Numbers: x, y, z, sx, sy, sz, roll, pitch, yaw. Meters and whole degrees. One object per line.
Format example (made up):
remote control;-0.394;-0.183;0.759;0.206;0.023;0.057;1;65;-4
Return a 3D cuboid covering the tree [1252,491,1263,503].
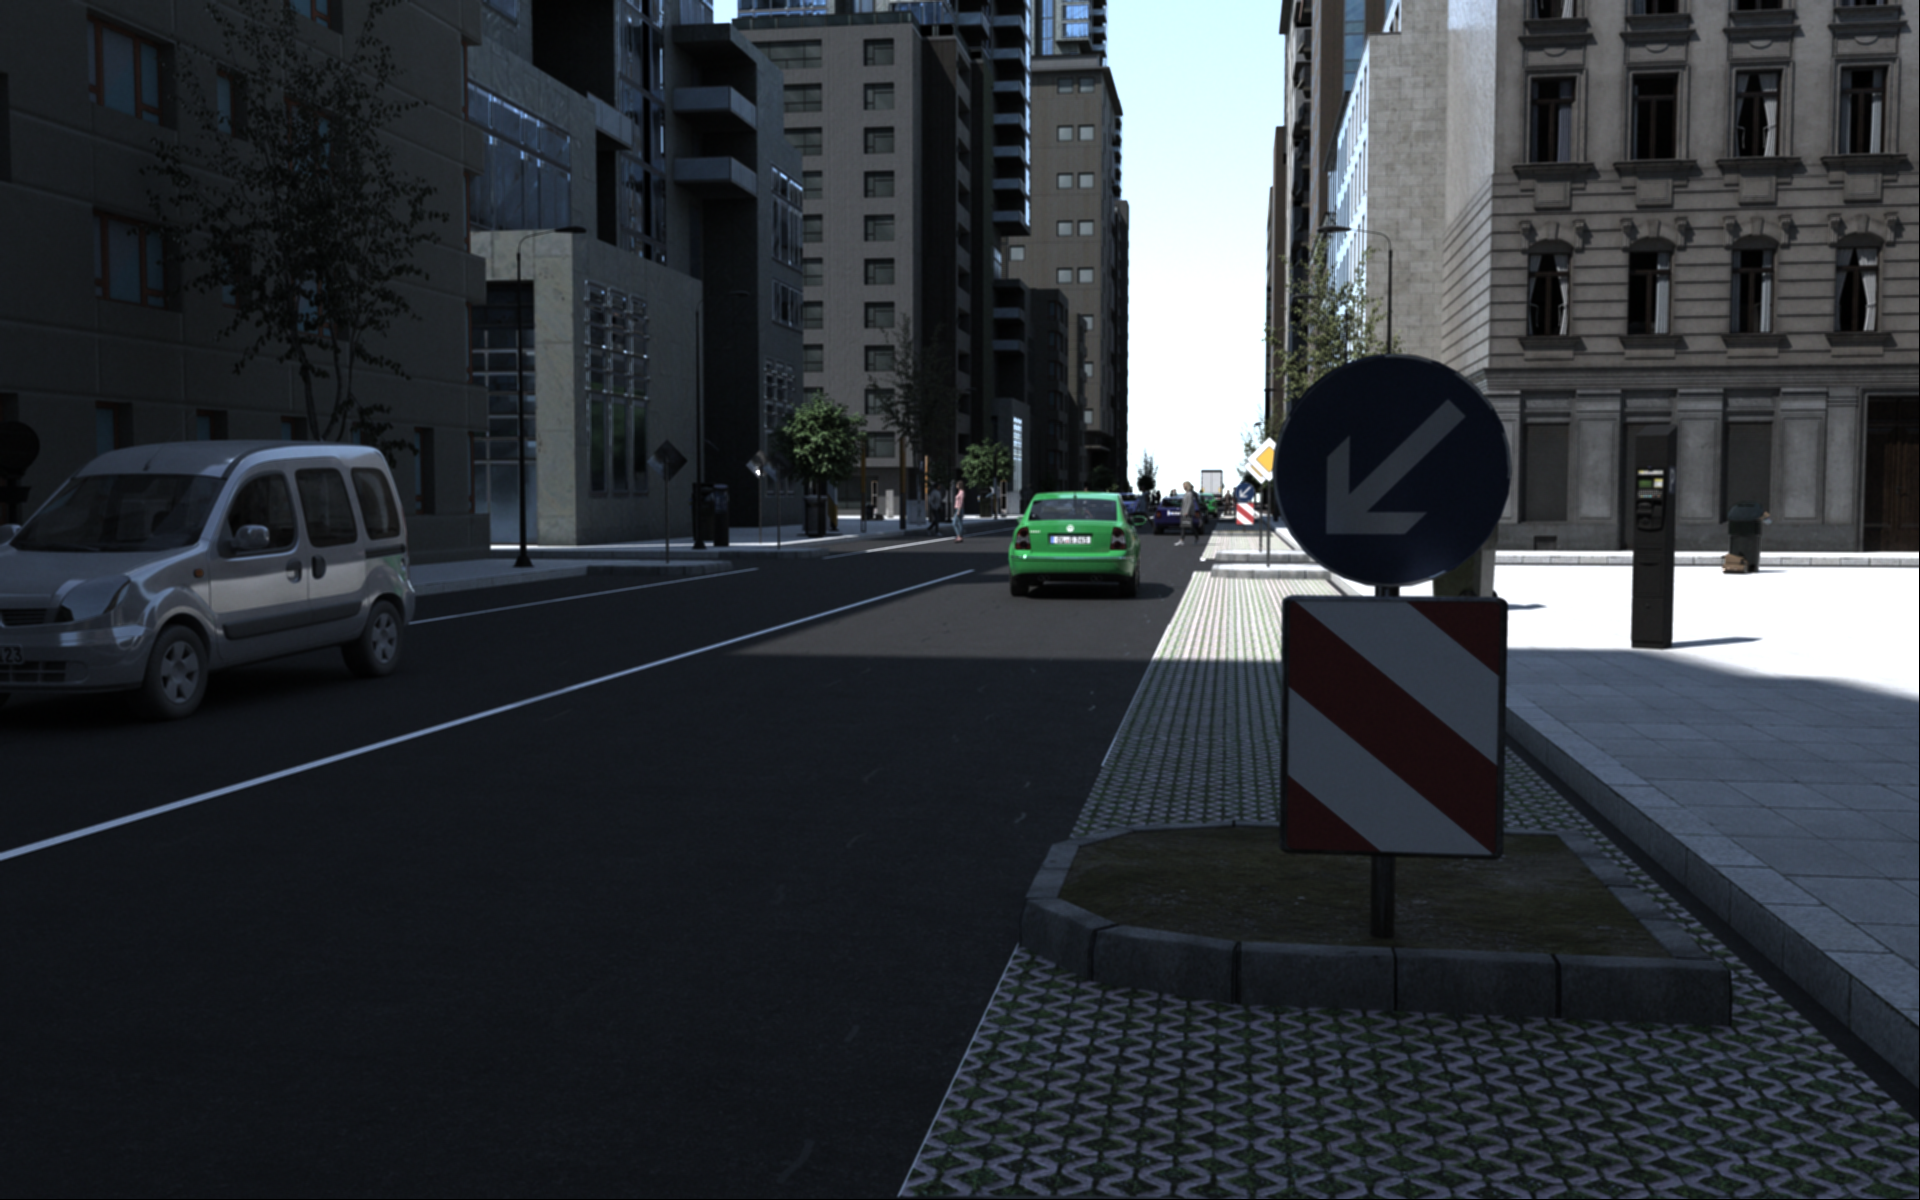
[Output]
tree;44.057;-16.220;259.798;1.663;3.219;1.824;0;3;0

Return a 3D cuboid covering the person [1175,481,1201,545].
person;6.390;-2.428;48.376;0.728;1.800;0.709;0;4;-4

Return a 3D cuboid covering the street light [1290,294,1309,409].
street light;8.407;-4.144;40.288;1.470;5.913;1.316;1;4;9

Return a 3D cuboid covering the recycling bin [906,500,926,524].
recycling bin;-1.880;-3.772;74.233;0.722;1.027;0.722;-1;4;-15

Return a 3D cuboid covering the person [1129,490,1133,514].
person;12.234;-6.949;122.831;0.721;1.735;1.217;1;4;10

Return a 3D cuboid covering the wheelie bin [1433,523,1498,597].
wheelie bin;5.549;-0.688;19.153;0.693;1.594;0.980;3;4;37

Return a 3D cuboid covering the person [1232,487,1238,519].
person;16.006;-5.635;100.437;0.447;1.846;0.655;-1;4;-22

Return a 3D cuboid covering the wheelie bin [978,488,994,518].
wheelie bin;1.419;-5.265;93.997;0.980;1.594;0.693;1;4;11

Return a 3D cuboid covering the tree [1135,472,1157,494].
tree;27.097;-16.478;253.125;4.285;4.588;4.351;0;3;0

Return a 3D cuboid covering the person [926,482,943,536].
person;-0.895;-3.129;59.508;0.795;1.843;0.661;2;4;29

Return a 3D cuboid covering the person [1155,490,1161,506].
person;19.023;-9.633;165.931;0.705;1.831;1.348;2;4;27

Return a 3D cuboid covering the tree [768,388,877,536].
tree;-4.271;-4.281;53.700;4.285;4.588;4.351;0;3;0

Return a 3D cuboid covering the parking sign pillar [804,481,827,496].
parking sign pillar;-6.979;-5.733;82.203;1.447;3.967;1.447;0;4;-4

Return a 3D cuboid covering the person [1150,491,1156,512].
person;15.688;-8.014;140.444;0.530;1.710;0.541;0;4;-5

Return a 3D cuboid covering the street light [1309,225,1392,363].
street light;6.866;-3.515;30.013;1.470;5.913;1.316;1;4;9

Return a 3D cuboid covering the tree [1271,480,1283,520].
tree;16.598;-5.634;86.724;1.663;3.219;1.824;0;3;0

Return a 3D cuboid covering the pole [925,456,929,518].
pole;-1.748;-6.028;92.393;0.158;3.312;0.155;0;3;0

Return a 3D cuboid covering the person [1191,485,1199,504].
person;9.609;-3.884;72.120;0.709;1.813;0.853;-2;4;-27

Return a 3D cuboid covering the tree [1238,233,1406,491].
tree;10.511;-5.997;48.408;4.737;8.622;4.395;0;3;0

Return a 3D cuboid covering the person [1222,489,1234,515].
person;18.765;-6.853;121.092;0.434;1.755;0.990;-3;5;-40

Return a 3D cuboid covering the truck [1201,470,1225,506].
truck;29.791;-13.195;204.649;2.839;4.237;11.283;1;4;9

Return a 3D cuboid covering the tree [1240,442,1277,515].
tree;19.866;-7.643;108.673;4.285;4.588;4.351;0;3;0

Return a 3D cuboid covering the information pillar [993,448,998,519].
information pillar;1.788;-5.889;87.636;0.183;3.616;0.504;1;4;13

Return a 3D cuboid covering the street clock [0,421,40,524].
street clock;-9.461;-0.779;17.304;0.358;2.002;0.471;3;5;42

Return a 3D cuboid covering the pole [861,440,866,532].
pole;-3.243;-3.933;58.150;0.158;3.312;0.155;0;3;0

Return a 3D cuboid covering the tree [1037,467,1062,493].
tree;6.310;-7.951;124.593;1.663;3.219;1.824;0;3;0

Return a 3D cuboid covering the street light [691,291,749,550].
street light;-5.513;-4.121;39.915;1.470;5.913;1.316;1;4;9

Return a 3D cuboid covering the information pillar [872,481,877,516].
information pillar;-4.963;-5.877;100.584;0.304;2.012;0.304;-1;4;-9

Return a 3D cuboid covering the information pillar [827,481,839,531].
information pillar;-4.412;-4.199;60.005;0.183;3.616;0.504;-3;4;-37

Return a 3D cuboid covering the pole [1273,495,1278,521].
pole;14.816;-5.341;81.168;0.158;3.312;0.155;0;3;0

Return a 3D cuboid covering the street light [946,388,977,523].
street light;0.053;-6.342;76.239;1.470;5.913;1.316;1;4;9

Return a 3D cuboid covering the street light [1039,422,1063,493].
street light;5.690;-8.541;112.179;1.470;5.913;1.316;1;4;9

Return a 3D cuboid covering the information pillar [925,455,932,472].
information pillar;-1.809;-6.677;100.515;0.504;3.616;0.183;3;4;38

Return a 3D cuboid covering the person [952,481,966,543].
person;-0.030;-2.612;51.217;0.388;1.821;0.555;-1;4;-16

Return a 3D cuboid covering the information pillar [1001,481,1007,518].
information pillar;2.383;-5.506;94.513;0.304;2.012;0.304;0;4;-2

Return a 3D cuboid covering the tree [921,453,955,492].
tree;-1.040;-5.309;81.396;1.663;3.219;1.824;0;3;0

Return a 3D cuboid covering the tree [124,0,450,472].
tree;-8.849;-4.479;23.601;4.360;8.622;3.978;0;3;0

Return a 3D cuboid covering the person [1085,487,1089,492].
person;7.182;-5.440;97.545;0.778;1.811;0.616;3;4;37

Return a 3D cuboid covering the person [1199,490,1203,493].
person;16.980;-6.851;121.297;0.721;1.735;1.217;1;4;22

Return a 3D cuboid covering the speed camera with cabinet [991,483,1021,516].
speed camera with cabinet;2.751;-6.721;104.219;2.038;3.252;0.660;-3;5;-40

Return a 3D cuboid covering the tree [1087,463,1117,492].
tree;14.841;-12.124;181.943;4.285;4.588;4.351;0;3;0

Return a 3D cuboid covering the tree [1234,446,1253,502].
tree;43.825;-19.157;263.582;4.360;8.622;3.978;0;3;0

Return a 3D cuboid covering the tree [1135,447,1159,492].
tree;28.763;-19.238;264.903;4.737;8.622;4.395;0;3;0

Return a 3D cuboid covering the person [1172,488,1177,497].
person;13.149;-5.973;106.560;0.834;1.777;0.661;1;4;22

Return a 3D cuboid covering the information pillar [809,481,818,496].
information pillar;-6.632;-4.519;78.379;0.304;2.012;0.304;-2;4;-27

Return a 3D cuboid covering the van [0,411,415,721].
van;-5.530;-0.327;12.365;2.013;2.044;4.112;1;4;10

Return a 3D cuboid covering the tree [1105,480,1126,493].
tree;16.380;-11.676;185.503;1.663;3.219;1.824;0;3;0

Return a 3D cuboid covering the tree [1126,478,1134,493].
tree;20.095;-13.005;207.236;1.663;3.219;1.824;0;3;0

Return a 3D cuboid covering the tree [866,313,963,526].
tree;-1.670;-7.294;69.615;4.360;8.622;3.978;0;3;0

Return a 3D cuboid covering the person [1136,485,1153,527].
person;7.946;-4.046;74.746;0.778;1.811;0.616;-1;4;-15

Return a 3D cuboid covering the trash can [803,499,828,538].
trash can;-4.272;-2.420;51.212;0.748;1.137;0.748;0;3;0

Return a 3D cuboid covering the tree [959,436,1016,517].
tree;1.594;-6.948;97.308;4.285;4.588;4.351;0;3;0

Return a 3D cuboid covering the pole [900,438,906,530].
pole;-2.070;-4.207;62.622;0.158;3.312;0.155;0;3;0

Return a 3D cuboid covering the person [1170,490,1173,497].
person;18.653;-8.796;152.335;0.705;1.821;1.348;0;4;6

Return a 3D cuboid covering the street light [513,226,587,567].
street light;-7.148;-3.527;30.206;1.470;5.913;1.316;1;4;9

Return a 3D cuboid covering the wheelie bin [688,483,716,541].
wheelie bin;-6.980;-2.420;47.475;0.980;1.594;0.693;0;4;1
